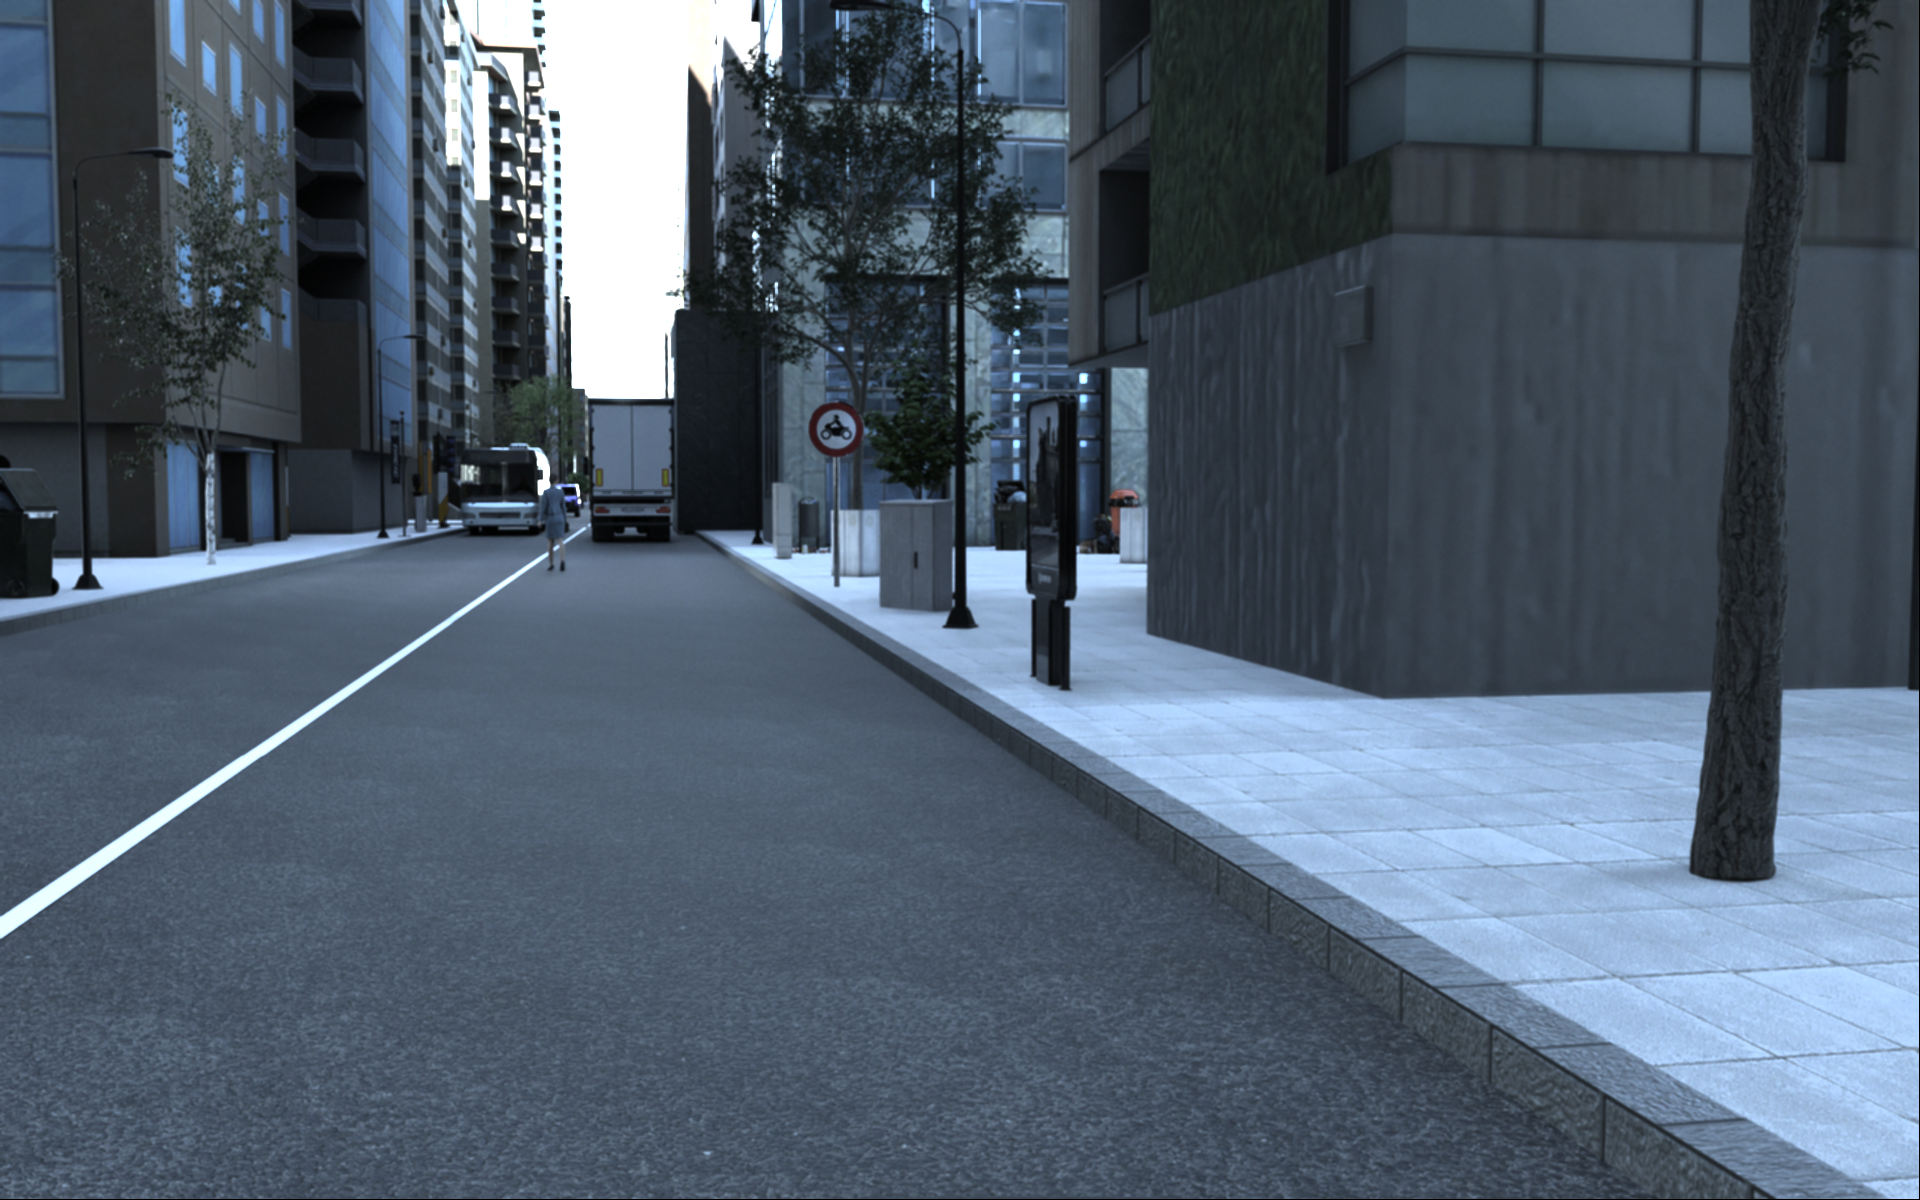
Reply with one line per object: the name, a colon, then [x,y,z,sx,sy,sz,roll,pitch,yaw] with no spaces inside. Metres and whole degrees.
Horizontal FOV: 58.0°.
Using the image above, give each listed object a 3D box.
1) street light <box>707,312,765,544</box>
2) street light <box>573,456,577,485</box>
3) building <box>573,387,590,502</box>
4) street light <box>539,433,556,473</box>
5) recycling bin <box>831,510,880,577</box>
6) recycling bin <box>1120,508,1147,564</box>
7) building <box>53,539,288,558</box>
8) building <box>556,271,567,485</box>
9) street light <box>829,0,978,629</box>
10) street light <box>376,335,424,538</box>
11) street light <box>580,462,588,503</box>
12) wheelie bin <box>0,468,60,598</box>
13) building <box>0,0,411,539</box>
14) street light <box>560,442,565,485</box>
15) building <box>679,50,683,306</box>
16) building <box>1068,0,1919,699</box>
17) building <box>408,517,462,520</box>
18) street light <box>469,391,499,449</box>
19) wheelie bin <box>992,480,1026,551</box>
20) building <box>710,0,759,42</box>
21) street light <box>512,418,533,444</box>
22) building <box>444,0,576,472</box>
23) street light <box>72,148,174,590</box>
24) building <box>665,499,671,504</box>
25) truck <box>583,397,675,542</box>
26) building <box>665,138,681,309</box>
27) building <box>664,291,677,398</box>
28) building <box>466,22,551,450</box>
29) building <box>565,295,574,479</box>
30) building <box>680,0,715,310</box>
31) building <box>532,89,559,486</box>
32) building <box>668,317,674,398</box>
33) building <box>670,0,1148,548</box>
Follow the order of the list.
street light: [-5.707,-4.372,44.023,1.470,5.913,1.316,-1,4,-11]
street light: [-40.967,-12.767,181.283,1.470,5.913,1.316,-1,4,-11]
building: [-76.774,-27.328,291.848,27.650,21.520,28.899,-1,4,-11]
street light: [-31.587,-9.778,132.419,1.470,5.913,1.316,-1,4,-11]
recycling bin: [-1.540,-0.896,27.201,0.722,1.027,0.722,3,5,44]
recycling bin: [3.458,-1.202,32.211,0.722,1.027,0.722,-2,4,-34]
building: [-23.845,-23.777,38.864,14.600,45.320,14.200,-1,4,-11]
building: [-56.646,-27.065,214.209,14.160,30.474,14.107,-1,4,-11]
street light: [-0.529,-2.683,16.406,1.470,5.913,1.316,-1,4,-11]
street light: [-16.306,-4.766,50.470,1.470,5.913,1.316,-1,4,-11]
street light: [-45.938,-14.429,208.453,1.470,5.913,1.316,-1,4,-11]
wheelie bin: [-11.717,-0.833,21.522,0.693,1.594,0.980,1,4,12]
building: [-27.284,-25.051,59.691,14.200,45.320,14.600,-1,4,-11]
street light: [-35.748,-11.080,153.695,1.470,5.913,1.316,-1,4,-11]
building: [-19.106,-29.290,162.486,14.154,41.232,14.086,-1,4,-11]
building: [8.297,-20.427,17.579,14.154,41.232,14.086,-1,4,-11]
building: [-39.855,-24.308,89.313,32.217,40.220,23.993,-1,4,-11]
street light: [-21.437,-6.444,77.903,1.470,5.913,1.316,-1,4,-11]
wheelie bin: [1.165,-1.929,39.454,0.980,1.594,0.693,2,4,28]
building: [-5.297,-24.746,88.190,14.086,41.232,14.154,-1,4,-11]
street light: [-26.571,-8.105,105.059,1.470,5.913,1.316,-1,4,-11]
building: [-69.547,-57.982,260.681,22.319,86.520,31.000,-1,4,-11]
street light: [-11.252,-3.105,23.315,1.470,5.913,1.316,-1,4,-11]
building: [-7.984,-27.466,140.946,32.217,40.220,23.993,-1,4,-11]
truck: [-10.669,-4.083,55.671,2.839,4.237,11.283,-1,4,-12]
building: [-23.627,-36.348,213.899,23.786,49.044,30.456,-1,4,-11]
building: [-35.144,-29.105,247.564,14.160,30.474,14.107,-1,4,-11]
building: [-50.466,-31.124,163.498,22.147,44.769,28.867,-1,4,-11]
building: [-61.084,-28.663,240.337,14.160,30.474,14.107,-1,4,-11]
building: [-10.363,-28.074,109.117,14.600,45.320,14.200,-1,4,-11]
building: [-51.105,-32.729,185.229,14.600,45.320,14.200,-1,4,-11]
building: [-16.915,-20.828,185.584,27.650,21.520,28.899,-1,4,-11]
building: [1.985,-45.421,55.303,22.319,86.520,31.000,-1,4,-11]
